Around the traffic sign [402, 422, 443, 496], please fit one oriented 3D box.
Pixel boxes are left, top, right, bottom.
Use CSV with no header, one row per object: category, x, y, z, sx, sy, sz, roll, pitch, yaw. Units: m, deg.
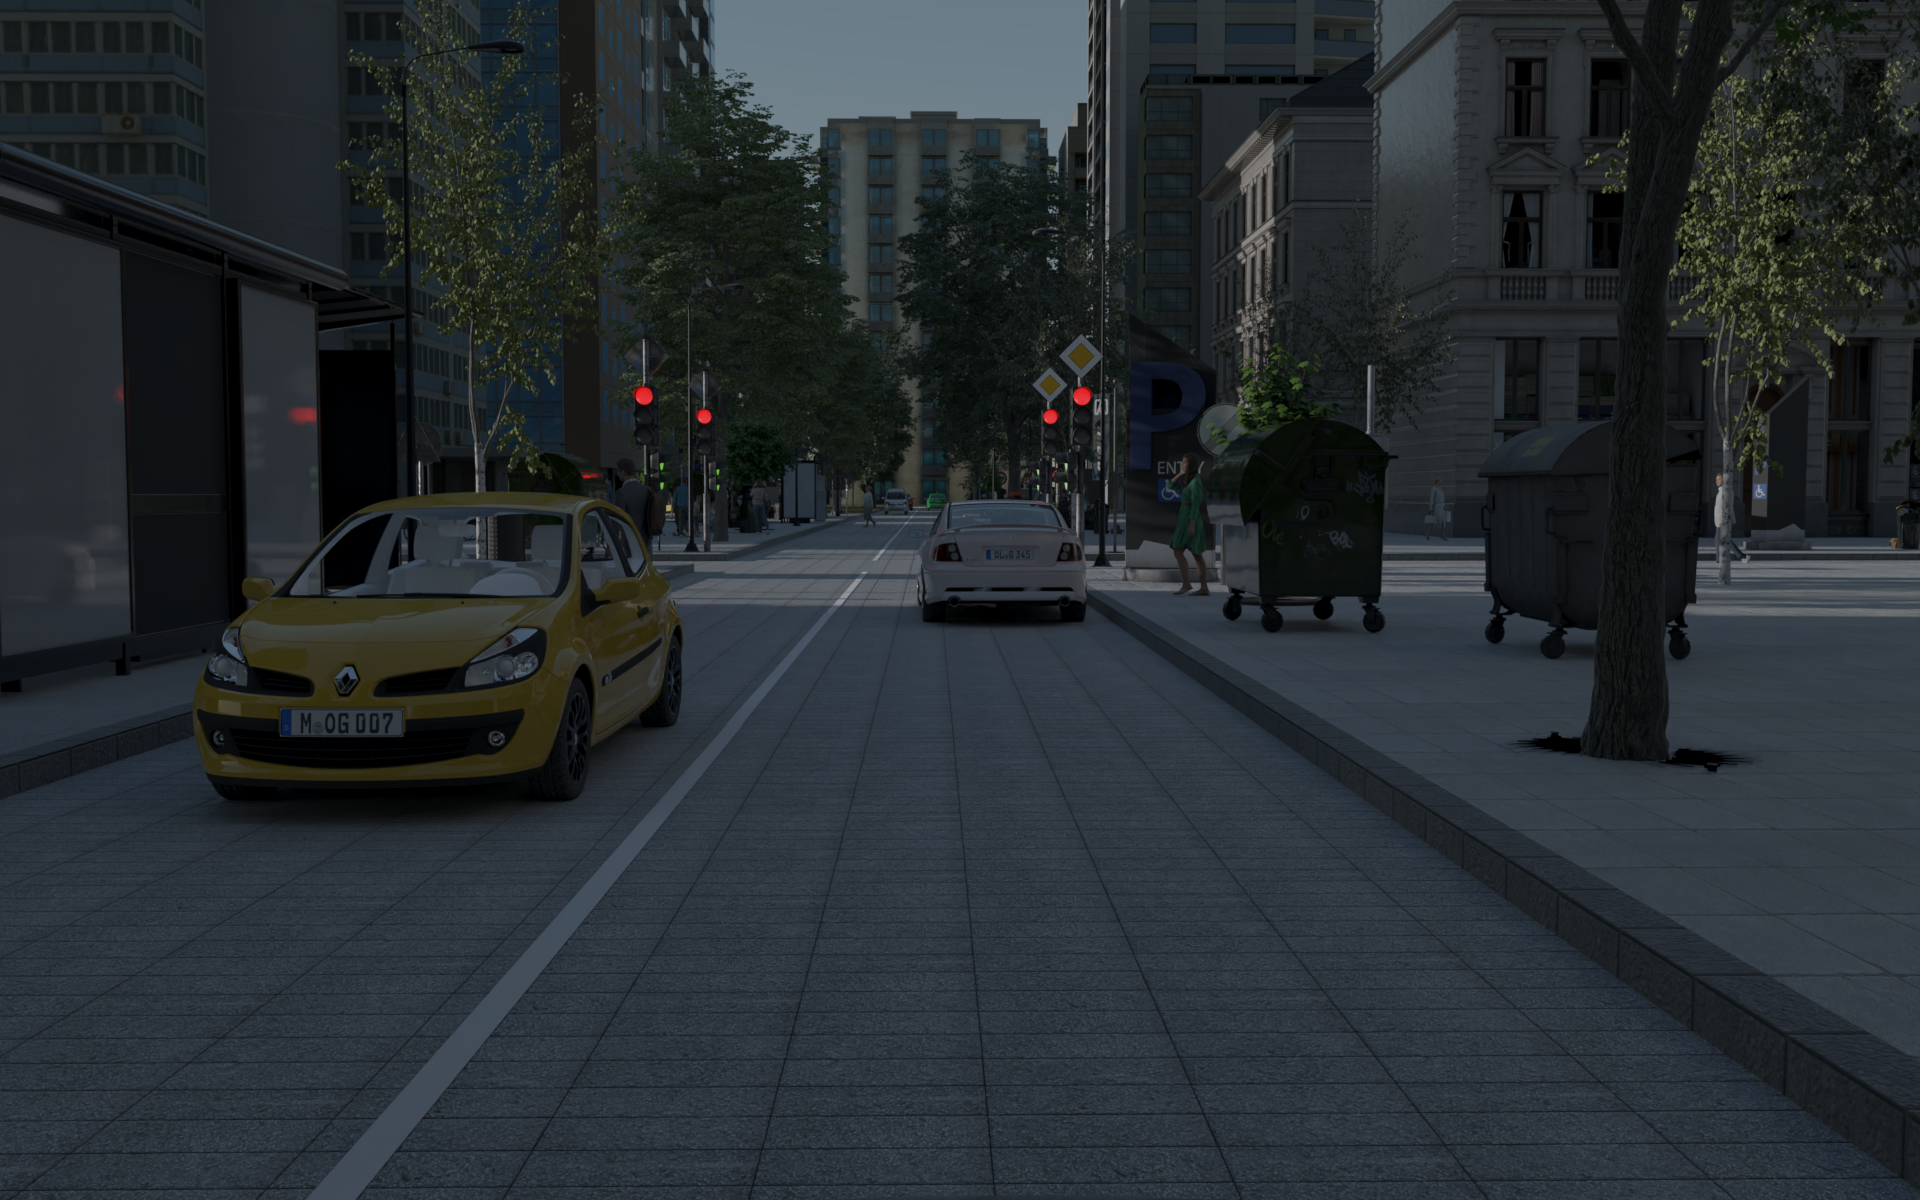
traffic sign,-9.579,-1.878,30.817,0.768,2.556,0.104,0,4,5

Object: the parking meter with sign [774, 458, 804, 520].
parking meter with sign,-8.362,-5.388,84.357,1.738,3.016,0.543,3,5,43

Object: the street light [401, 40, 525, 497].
street light,-5.148,-2.773,17.874,1.470,5.913,1.316,0,4,-1

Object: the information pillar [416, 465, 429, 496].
information pillar,-12.188,-2.121,39.164,0.304,2.012,0.304,-2,4,-35

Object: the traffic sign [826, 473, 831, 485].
traffic sign,-8.005,-6.261,102.465,0.768,2.556,0.104,0,4,5

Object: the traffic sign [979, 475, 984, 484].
traffic sign,1.625,-6.758,110.599,0.768,2.556,0.104,0,4,3

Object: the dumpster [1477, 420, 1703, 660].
dumpster,5.108,-0.511,14.110,1.264,1.857,1.865,0,4,-1

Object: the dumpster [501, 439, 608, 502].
dumpster,-7.100,-1.705,30.379,1.502,2.255,1.985,0,4,-1

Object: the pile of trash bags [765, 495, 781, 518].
pile of trash bags,-9.779,-5.067,92.592,1.912,1.369,3.447,0,4,8

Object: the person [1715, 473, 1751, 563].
person,14.736,-1.519,33.182,0.795,1.843,0.661,1,4,22

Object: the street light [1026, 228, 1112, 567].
street light,1.971,-3.542,30.447,1.470,5.913,1.316,0,4,-1

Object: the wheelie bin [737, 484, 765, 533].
wheelie bin,-6.823,-3.001,56.973,0.980,1.594,0.693,-3,4,-36

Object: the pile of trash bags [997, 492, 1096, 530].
pile of trash bags,3.285,-3.167,61.532,3.447,1.369,1.912,-1,4,-18

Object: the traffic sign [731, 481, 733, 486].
traffic sign,-9.716,-4.501,73.588,0.884,2.594,0.081,0,3,0

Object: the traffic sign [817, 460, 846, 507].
traffic sign,-7.985,-6.764,104.467,2.265,3.308,0.079,0,4,7

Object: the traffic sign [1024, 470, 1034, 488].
traffic sign,3.805,-5.562,90.937,0.884,2.594,0.081,0,4,2

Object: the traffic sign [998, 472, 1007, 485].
traffic sign,2.309,-6.019,98.524,0.768,2.556,0.104,1,4,8

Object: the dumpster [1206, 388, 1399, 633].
dumpster,3.281,-0.871,16.743,1.502,2.255,1.985,0,4,-1

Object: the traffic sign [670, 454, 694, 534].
traffic sign,-8.792,-3.349,54.869,0.768,2.556,0.104,0,4,3

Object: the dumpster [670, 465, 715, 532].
dumpster,-8.701,-3.342,57.132,1.502,2.255,1.985,0,4,-1

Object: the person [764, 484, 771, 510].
person,-9.674,-4.834,85.257,0.728,1.800,0.709,3,5,40

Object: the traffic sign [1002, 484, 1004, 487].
traffic sign,2.464,-6.457,107.694,0.606,2.300,0.079,0,4,5

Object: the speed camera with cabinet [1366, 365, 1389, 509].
speed camera with cabinet,5.859,-2.014,27.262,0.660,3.252,2.038,-2,4,-26

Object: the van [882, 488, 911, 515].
van,-4.469,-6.997,121.414,2.013,2.044,4.112,0,4,-2

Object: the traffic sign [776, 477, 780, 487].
traffic sign,-10.759,-6.230,103.992,0.606,2.300,0.079,0,4,7

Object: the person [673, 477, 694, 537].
person,-8.151,-2.733,51.073,0.601,1.785,0.444,1,4,11

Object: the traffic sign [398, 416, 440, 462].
traffic sign,-9.039,-1.756,28.708,0.884,2.594,0.081,1,4,8

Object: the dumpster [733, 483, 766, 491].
dumpster,-9.262,-4.479,75.724,1.502,2.255,1.985,0,4,-1

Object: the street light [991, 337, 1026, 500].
street light,1.560,-4.829,51.497,1.470,5.913,1.316,0,4,-1

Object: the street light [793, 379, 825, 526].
street light,-5.998,-5.912,69.206,1.470,5.913,1.316,0,4,-1

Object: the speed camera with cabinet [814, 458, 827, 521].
speed camera with cabinet,-6.697,-5.404,82.696,0.660,3.252,2.038,0,4,-5

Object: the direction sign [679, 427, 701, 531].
direction sign,-9.175,-4.090,58.864,0.876,3.537,0.379,2,4,26

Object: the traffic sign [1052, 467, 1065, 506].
traffic sign,4.717,-5.073,83.053,0.768,2.556,0.104,1,4,8

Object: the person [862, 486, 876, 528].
person,-3.885,-4.009,74.281,0.641,1.798,0.478,-1,4,-17

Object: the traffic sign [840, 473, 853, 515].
traffic sign,-6.821,-6.367,104.201,0.768,2.556,0.104,0,4,1

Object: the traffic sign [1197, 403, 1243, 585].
traffic sign,3.701,-1.478,24.272,0.768,2.556,0.104,0,4,2

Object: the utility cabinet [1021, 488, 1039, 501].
utility cabinet,2.754,-3.612,67.738,1.173,1.500,0.318,-1,4,-15

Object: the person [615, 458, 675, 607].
person,-3.615,-0.662,19.282,0.822,1.834,0.622,1,4,23

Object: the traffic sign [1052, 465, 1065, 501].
traffic sign,4.477,-4.717,77.122,0.884,2.594,0.081,0,4,6

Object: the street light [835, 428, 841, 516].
street light,-6.516,-7.797,100.025,1.470,5.913,1.316,0,4,-1

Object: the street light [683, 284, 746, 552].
street light,-5.434,-4.027,38.387,1.470,5.913,1.316,0,4,-1
